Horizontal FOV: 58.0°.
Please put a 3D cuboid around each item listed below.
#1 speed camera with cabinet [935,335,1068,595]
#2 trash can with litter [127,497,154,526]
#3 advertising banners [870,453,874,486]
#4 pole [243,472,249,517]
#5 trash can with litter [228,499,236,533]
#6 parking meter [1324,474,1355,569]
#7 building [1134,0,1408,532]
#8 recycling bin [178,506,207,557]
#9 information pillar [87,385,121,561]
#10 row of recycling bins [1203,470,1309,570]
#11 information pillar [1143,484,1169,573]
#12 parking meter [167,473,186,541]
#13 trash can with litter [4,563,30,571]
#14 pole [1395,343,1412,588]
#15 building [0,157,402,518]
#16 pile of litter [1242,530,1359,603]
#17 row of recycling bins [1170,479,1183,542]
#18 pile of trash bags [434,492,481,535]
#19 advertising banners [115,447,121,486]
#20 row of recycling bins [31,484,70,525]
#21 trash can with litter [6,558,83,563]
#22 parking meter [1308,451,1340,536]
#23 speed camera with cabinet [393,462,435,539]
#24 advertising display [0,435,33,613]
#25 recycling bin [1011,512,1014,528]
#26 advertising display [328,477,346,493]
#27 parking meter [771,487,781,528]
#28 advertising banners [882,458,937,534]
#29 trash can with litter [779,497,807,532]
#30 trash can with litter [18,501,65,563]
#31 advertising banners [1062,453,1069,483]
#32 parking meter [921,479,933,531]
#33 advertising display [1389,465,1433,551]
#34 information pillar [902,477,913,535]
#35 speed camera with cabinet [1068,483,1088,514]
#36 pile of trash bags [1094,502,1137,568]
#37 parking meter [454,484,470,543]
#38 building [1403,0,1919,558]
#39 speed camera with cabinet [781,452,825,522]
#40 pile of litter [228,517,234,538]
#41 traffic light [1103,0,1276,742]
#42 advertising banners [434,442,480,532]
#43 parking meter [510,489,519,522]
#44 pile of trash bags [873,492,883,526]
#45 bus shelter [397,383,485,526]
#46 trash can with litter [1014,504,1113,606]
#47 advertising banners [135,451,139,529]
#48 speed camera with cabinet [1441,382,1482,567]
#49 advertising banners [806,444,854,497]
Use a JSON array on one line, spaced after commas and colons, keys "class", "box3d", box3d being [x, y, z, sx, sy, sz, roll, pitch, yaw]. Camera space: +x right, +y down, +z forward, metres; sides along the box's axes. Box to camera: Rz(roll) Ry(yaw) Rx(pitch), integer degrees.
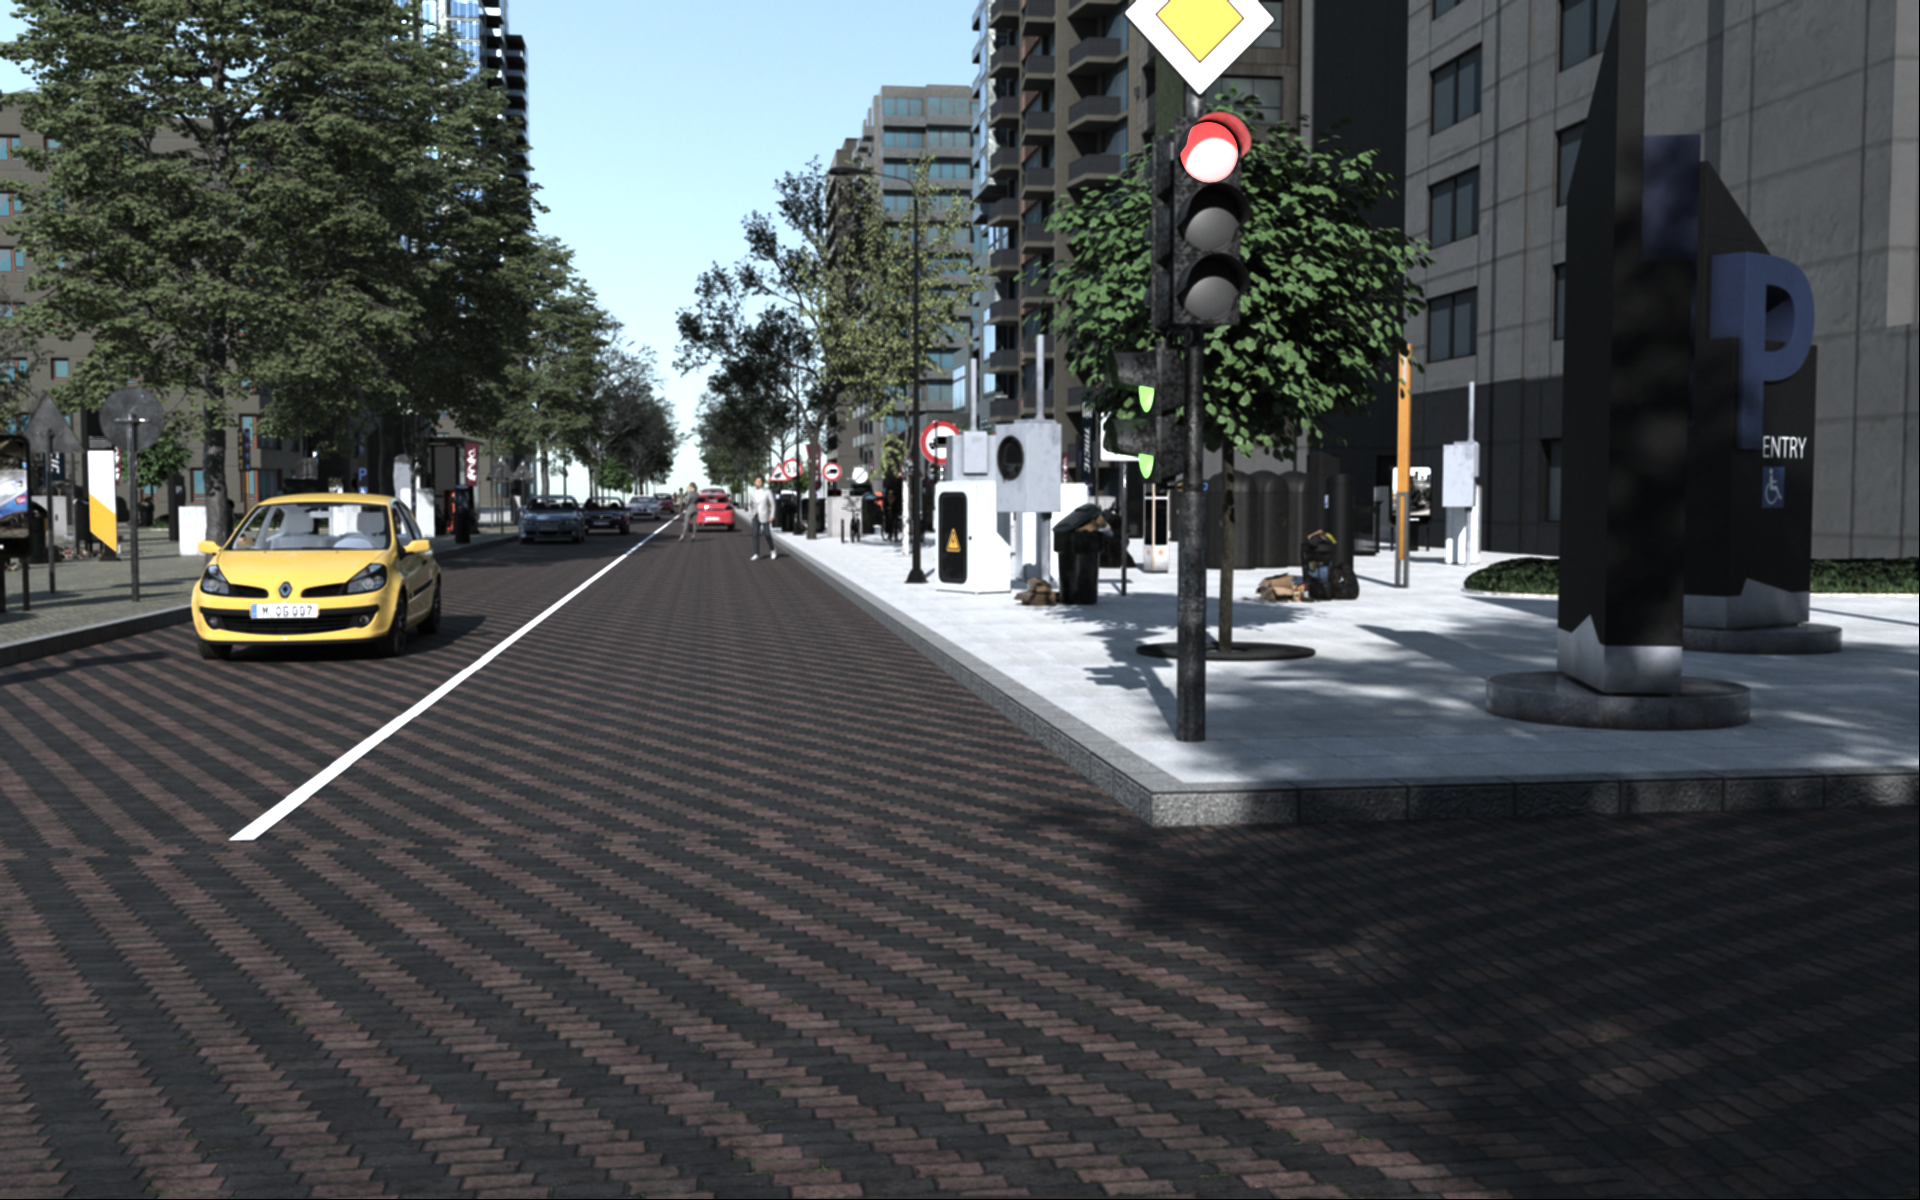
[{"class": "speed camera with cabinet", "box3d": [0.455, -1.695, 22.053, 0.660, 3.252, 2.038, -2, 4, -34]}, {"class": "trash can with litter", "box3d": [-32.492, -3.500, 68.618, 1.055, 1.170, 0.624, 0, 4, 6]}, {"class": "advertising banners", "box3d": [-4.022, -4.847, 75.435, 0.090, 3.025, 2.074, -1, 4, -16]}, {"class": "pole", "box3d": [-30.240, -4.864, 73.365, 0.158, 3.312, 0.155, 0, 3, 0]}, {"class": "trash can with litter", "box3d": [-20.768, -2.290, 48.830, 0.624, 1.170, 1.055, -1, 4, -19]}, {"class": "parking meter", "box3d": [4.846, -0.840, 22.149, 0.372, 1.533, 0.369, 0, 3, 0]}, {"class": "building", "box3d": [13.598, -17.925, 64.772, 14.160, 30.474, 14.107, -1, 4, -8]}, {"class": "recycling bin", "box3d": [-15.667, -1.420, 35.774, 0.722, 1.027, 0.722, -1, 4, -11]}, {"class": "information pillar", "box3d": [-16.384, -2.553, 33.102, 0.504, 3.616, 0.183, 0, 4, -6]}, {"class": "row of recycling bins", "box3d": [5.607, -1.441, 30.681, 1.069, 1.692, 3.534, 3, 5, 42]}, {"class": "information pillar", "box3d": [3.188, -1.445, 28.124, 0.304, 2.012, 0.304, -2, 4, -25]}, {"class": "parking meter", "box3d": [-21.449, -2.553, 47.449, 0.255, 1.863, 0.399, 2, 4, 34]}, {"class": "trash can with litter", "box3d": [-16.350, -1.082, 28.747, 1.678, 1.210, 2.233, 1, 4, 9]}, {"class": "pole", "box3d": [6.047, -1.820, 23.601, 0.158, 3.312, 0.155, 0, 3, 0]}, {"class": "building", "box3d": [-53.385, -16.869, 120.849, 27.650, 21.520, 28.899, -1, 4, -8]}, {"class": "pile of litter", "box3d": [4.144, -0.435, 21.079, 1.719, 0.858, 1.176, -1, 4, -22]}, {"class": "row of recycling bins", "box3d": [6.984, -2.375, 45.948, 1.069, 1.692, 3.534, -3, 5, -39]}, {"class": "pile of trash bags", "box3d": [-16.283, -2.793, 55.420, 1.912, 1.369, 3.447, 0, 4, -8]}, {"class": "advertising banners", "box3d": [-27.407, -3.620, 55.379, 2.074, 3.025, 0.090, 2, 4, 31]}, {"class": "row of recycling bins", "box3d": [-37.749, -3.894, 70.778, 3.534, 1.692, 1.069, -3, 4, -37]}, {"class": "trash can with litter", "box3d": [-17.834, -1.442, 34.639, 1.678, 1.210, 2.233, 0, 4, 1]}, {"class": "parking meter", "box3d": [5.010, -1.109, 23.836, 0.399, 1.863, 0.255, -2, 4, -33]}, {"class": "speed camera with cabinet", "box3d": [-15.891, -3.399, 49.908, 0.660, 3.252, 2.038, -3, 5, -45]}, {"class": "advertising display", "box3d": [-10.497, -0.819, 18.612, 0.123, 1.923, 0.974, 3, 4, 37]}, {"class": "recycling bin", "box3d": [1.618, -3.301, 66.530, 0.722, 1.027, 0.722, -1, 4, -21]}, {"class": "advertising display", "box3d": [-23.994, -3.764, 66.747, 0.974, 1.923, 0.123, 3, 4, 37]}, {"class": "parking meter", "box3d": [-6.990, -3.518, 65.936, 0.372, 1.533, 0.369, 0, 3, 0]}, {"class": "advertising banners", "box3d": [-1.585, -3.656, 55.971, 2.074, 3.025, 0.090, 2, 4, 26]}, {"class": "trash can with litter", "box3d": [-5.600, -2.887, 58.584, 1.055, 1.170, 0.624, 2, 4, 35]}, {"class": "trash can with litter", "box3d": [-17.121, -1.267, 32.095, 0.624, 1.170, 1.055, 0, 4, 2]}, {"class": "advertising banners", "box3d": [4.046, -4.762, 74.039, 0.090, 3.025, 2.074, -2, 4, -32]}, {"class": "parking meter", "box3d": [-1.138, -3.336, 60.263, 0.255, 1.863, 0.399, -2, 4, -35]}, {"class": "advertising display", "box3d": [10.120, -2.061, 38.918, 0.974, 1.923, 0.123, -1, 4, -9]}, {"class": "information pillar", "box3d": [-1.622, -3.055, 54.433, 0.304, 2.012, 0.304, 1, 4, 18]}, {"class": "speed camera with cabinet", "box3d": [0.841, -1.917, 25.680, 2.038, 3.252, 0.660, -1, 4, -11]}, {"class": "pile of trash bags", "box3d": [2.002, -1.322, 31.374, 1.912, 1.369, 3.447, 0, 4, -6]}, {"class": "parking meter", "box3d": [-13.033, -2.258, 45.337, 0.372, 1.533, 0.369, 0, 3, 0]}, {"class": "building", "box3d": [22.598, -36.361, 32.760, 20.611, 71.187, 20.563, -1, 4, -8]}, {"class": "speed camera with cabinet", "box3d": [-7.102, -5.095, 77.640, 2.038, 3.252, 0.660, 0, 4, 3]}, {"class": "pile of litter", "box3d": [-18.690, -1.866, 44.481, 1.176, 0.858, 1.719, 0, 4, -4]}, {"class": "traffic light", "box3d": [1.184, -1.223, 8.909, 0.839, 4.253, 0.868, -1, 4, -8]}, {"class": "advertising banners", "box3d": [-17.231, -3.811, 58.501, 2.074, 3.025, 0.090, -2, 4, -27]}, {"class": "parking meter", "box3d": [-20.615, -4.391, 80.197, 0.372, 1.533, 0.369, 0, 3, 0]}, {"class": "pile of trash bags", "box3d": [-3.258, -3.802, 71.920, 1.912, 1.369, 3.447, -1, 4, -9]}, {"class": "bus shelter", "box3d": [-19.563, -5.357, 65.217, 2.179, 5.291, 8.768, -1, 4, -8]}, {"class": "trash can with litter", "box3d": [1.199, -0.530, 20.053, 1.055, 1.170, 0.624, -2, 4, -29]}, {"class": "advertising banners", "box3d": [-30.660, -4.177, 64.487, 0.090, 3.025, 2.074, -2, 4, -26]}, {"class": "speed camera with cabinet", "box3d": [9.079, -2.262, 31.314, 0.660, 3.252, 2.038, 1, 4, 20]}, {"class": "advertising banners", "box3d": [-4.392, -3.967, 61.056, 2.074, 3.025, 0.090, 0, 4, -1]}]
